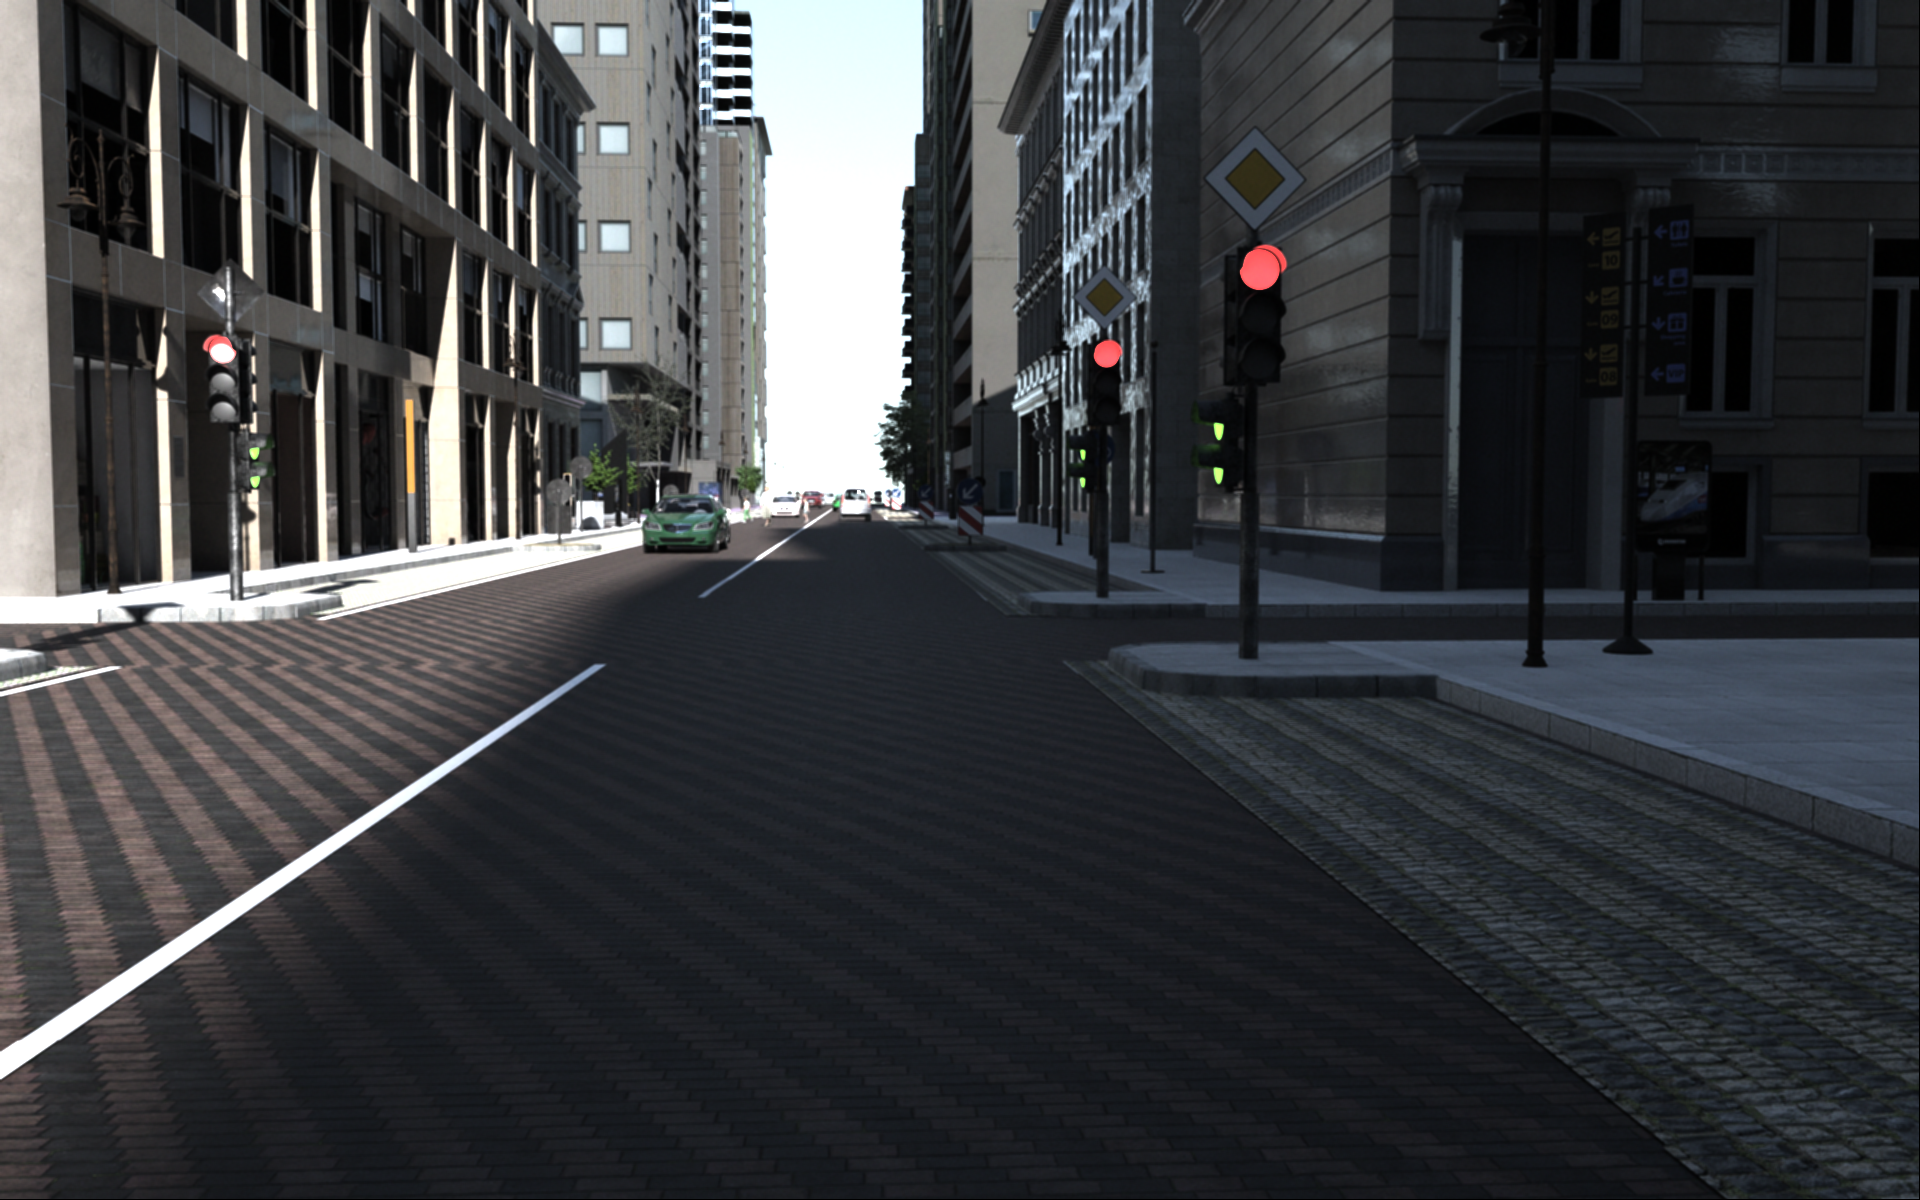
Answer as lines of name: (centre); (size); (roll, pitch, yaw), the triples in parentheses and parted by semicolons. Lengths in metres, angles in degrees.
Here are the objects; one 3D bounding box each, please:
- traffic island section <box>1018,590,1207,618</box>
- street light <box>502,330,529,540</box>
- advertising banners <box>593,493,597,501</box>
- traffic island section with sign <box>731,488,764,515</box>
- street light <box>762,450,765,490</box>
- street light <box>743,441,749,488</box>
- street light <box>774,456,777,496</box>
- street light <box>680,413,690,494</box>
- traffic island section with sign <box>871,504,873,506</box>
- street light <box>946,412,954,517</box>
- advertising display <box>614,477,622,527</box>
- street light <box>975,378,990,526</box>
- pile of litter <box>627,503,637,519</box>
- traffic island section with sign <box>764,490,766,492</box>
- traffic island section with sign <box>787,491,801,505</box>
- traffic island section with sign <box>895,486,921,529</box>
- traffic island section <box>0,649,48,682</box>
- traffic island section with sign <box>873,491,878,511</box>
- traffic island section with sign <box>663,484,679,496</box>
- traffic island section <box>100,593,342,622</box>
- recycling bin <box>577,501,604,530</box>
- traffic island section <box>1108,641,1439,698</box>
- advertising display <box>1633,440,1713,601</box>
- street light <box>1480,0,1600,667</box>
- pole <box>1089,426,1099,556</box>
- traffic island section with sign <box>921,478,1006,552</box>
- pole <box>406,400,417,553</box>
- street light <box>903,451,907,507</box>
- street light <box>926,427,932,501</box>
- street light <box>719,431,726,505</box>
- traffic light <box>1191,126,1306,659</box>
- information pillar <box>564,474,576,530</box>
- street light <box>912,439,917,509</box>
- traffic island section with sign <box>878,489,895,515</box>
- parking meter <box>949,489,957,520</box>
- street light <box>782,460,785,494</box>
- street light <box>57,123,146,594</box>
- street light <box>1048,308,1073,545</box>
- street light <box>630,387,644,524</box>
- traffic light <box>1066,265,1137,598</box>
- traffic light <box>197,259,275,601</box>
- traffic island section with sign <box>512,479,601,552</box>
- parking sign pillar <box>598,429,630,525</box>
traffic island section: (1.791, 0.048, 21.503); (2.009, 0.180, 2.903); (0, 4, -3)
street light: (-12.494, -4.648, 48.790); (0.468, 5.910, 1.993); (0, 4, -3)
advertising banners: (-19.442, -5.858, 91.968); (0.090, 3.025, 2.074); (0, 4, -4)
traffic island section with sign: (-14.704, -6.752, 119.029); (1.989, 1.847, 2.006); (0, 4, -3)
street light: (-20.486, -12.723, 180.804); (0.468, 5.910, 1.993); (0, 4, -3)
street light: (-18.558, -10.844, 150.085); (0.468, 5.910, 1.993); (0, 4, -3)
street light: (-22.074, -14.326, 207.024); (0.468, 5.910, 1.993); (0, 4, -3)
street light: (-15.473, -7.638, 97.667); (0.468, 5.910, 1.993); (0, 4, -3)
traffic island section with sign: (-9.587, -11.910, 203.349); (1.989, 1.847, 2.006); (0, 4, -3)
street light: (-0.546, -7.483, 95.132); (0.468, 5.910, 1.993); (0, 4, -3)
advertising display: (-13.265, -3.793, 67.223); (0.123, 1.923, 0.974); (-1, 4, -22)
street light: (0.893, -5.895, 69.171); (0.468, 5.910, 1.993); (0, 4, -3)
pile of litter: (-17.453, -4.637, 89.774); (1.719, 0.858, 1.176); (-2, 4, -25)
traffic island section with sign: (-16.361, -8.425, 146.371); (1.989, 1.847, 2.006); (0, 4, -3)
traffic island section with sign: (-19.697, -11.775, 201.149); (1.989, 1.847, 2.006); (0, 4, -3)
traffic island section with sign: (-1.529, -3.799, 70.736); (1.989, 1.847, 2.006); (0, 4, -3)
traffic island section: (-8.247, 0.574, 12.900); (2.009, 0.180, 2.903); (0, 4, -3)
traffic island section with sign: (-6.215, -8.510, 147.767); (1.989, 1.847, 2.006); (0, 4, -3)
traffic island section with sign: (-11.764, -3.793, 70.639); (1.989, 1.847, 2.006); (0, 4, -3)
traffic island section: (-8.731, 0.086, 20.871); (2.009, 0.180, 2.903); (0, 4, -3)
recycling bin: (-13.280, -3.039, 62.237); (0.722, 1.027, 0.722); (1, 4, 21)
traffic island section: (2.275, 0.535, 13.533); (2.009, 0.180, 2.903); (0, 4, -3)
advertising display: (8.543, -0.956, 20.840); (0.974, 1.923, 0.123); (0, 4, -7)
street light: (4.281, -2.442, 12.718); (0.468, 5.910, 1.993); (0, 4, -3)
pole: (2.802, -2.584, 36.093); (0.158, 3.312, 0.155); (0, 3, 0)
traffic island section with sign: (0.101, -2.153, 43.830); (1.989, 1.847, 2.006); (0, 4, -3)
pole: (-11.905, -2.676, 37.591); (0.158, 3.312, 0.155); (0, 3, 0)
street light: (-5.465, -12.218, 172.546); (0.468, 5.910, 1.993); (0, 4, -3)
street light: (-2.179, -8.996, 119.865); (0.468, 5.910, 1.993); (0, 4, -3)
street light: (-16.963, -9.222, 123.561); (0.468, 5.910, 1.993); (0, 4, -3)
traffic light: (2.235, -1.498, 13.416); (0.839, 4.253, 0.868); (0, 4, -3)
information pillar: (-14.031, -3.532, 62.247); (0.304, 2.012, 0.304); (1, 4, 16)
street light: (-3.839, -10.597, 146.052); (0.468, 5.910, 1.993); (0, 4, -3)
traffic island section with sign: (-4.526, -6.815, 120.058); (1.989, 1.847, 2.006); (0, 4, -3)
parking meter: (-0.339, -4.828, 87.352); (0.372, 1.533, 0.369); (0, 3, 0)
street light: (-23.735, -15.909, 232.907); (0.468, 5.910, 1.993); (0, 4, -3)
street light: (-10.883, -3.017, 22.111); (0.468, 5.910, 1.993); (0, 4, -3)
street light: (2.495, -4.312, 43.285); (0.468, 5.910, 1.993); (0, 4, -3)
street light: (-13.940, -6.250, 74.976); (0.468, 5.910, 1.993); (0, 4, -3)
traffic light: (1.750, -1.986, 21.387); (0.839, 4.253, 0.868); (0, 4, -3)
traffic light: (-8.691, -1.946, 20.739); (0.839, 4.253, 0.868); (0, 4, -3)
traffic island section with sign: (-10.109, -2.139, 43.604); (1.989, 1.847, 2.006); (0, 4, -3)
parking sign pillar: (-14.380, -5.082, 71.559); (1.447, 3.967, 1.447); (3, 4, 37)
